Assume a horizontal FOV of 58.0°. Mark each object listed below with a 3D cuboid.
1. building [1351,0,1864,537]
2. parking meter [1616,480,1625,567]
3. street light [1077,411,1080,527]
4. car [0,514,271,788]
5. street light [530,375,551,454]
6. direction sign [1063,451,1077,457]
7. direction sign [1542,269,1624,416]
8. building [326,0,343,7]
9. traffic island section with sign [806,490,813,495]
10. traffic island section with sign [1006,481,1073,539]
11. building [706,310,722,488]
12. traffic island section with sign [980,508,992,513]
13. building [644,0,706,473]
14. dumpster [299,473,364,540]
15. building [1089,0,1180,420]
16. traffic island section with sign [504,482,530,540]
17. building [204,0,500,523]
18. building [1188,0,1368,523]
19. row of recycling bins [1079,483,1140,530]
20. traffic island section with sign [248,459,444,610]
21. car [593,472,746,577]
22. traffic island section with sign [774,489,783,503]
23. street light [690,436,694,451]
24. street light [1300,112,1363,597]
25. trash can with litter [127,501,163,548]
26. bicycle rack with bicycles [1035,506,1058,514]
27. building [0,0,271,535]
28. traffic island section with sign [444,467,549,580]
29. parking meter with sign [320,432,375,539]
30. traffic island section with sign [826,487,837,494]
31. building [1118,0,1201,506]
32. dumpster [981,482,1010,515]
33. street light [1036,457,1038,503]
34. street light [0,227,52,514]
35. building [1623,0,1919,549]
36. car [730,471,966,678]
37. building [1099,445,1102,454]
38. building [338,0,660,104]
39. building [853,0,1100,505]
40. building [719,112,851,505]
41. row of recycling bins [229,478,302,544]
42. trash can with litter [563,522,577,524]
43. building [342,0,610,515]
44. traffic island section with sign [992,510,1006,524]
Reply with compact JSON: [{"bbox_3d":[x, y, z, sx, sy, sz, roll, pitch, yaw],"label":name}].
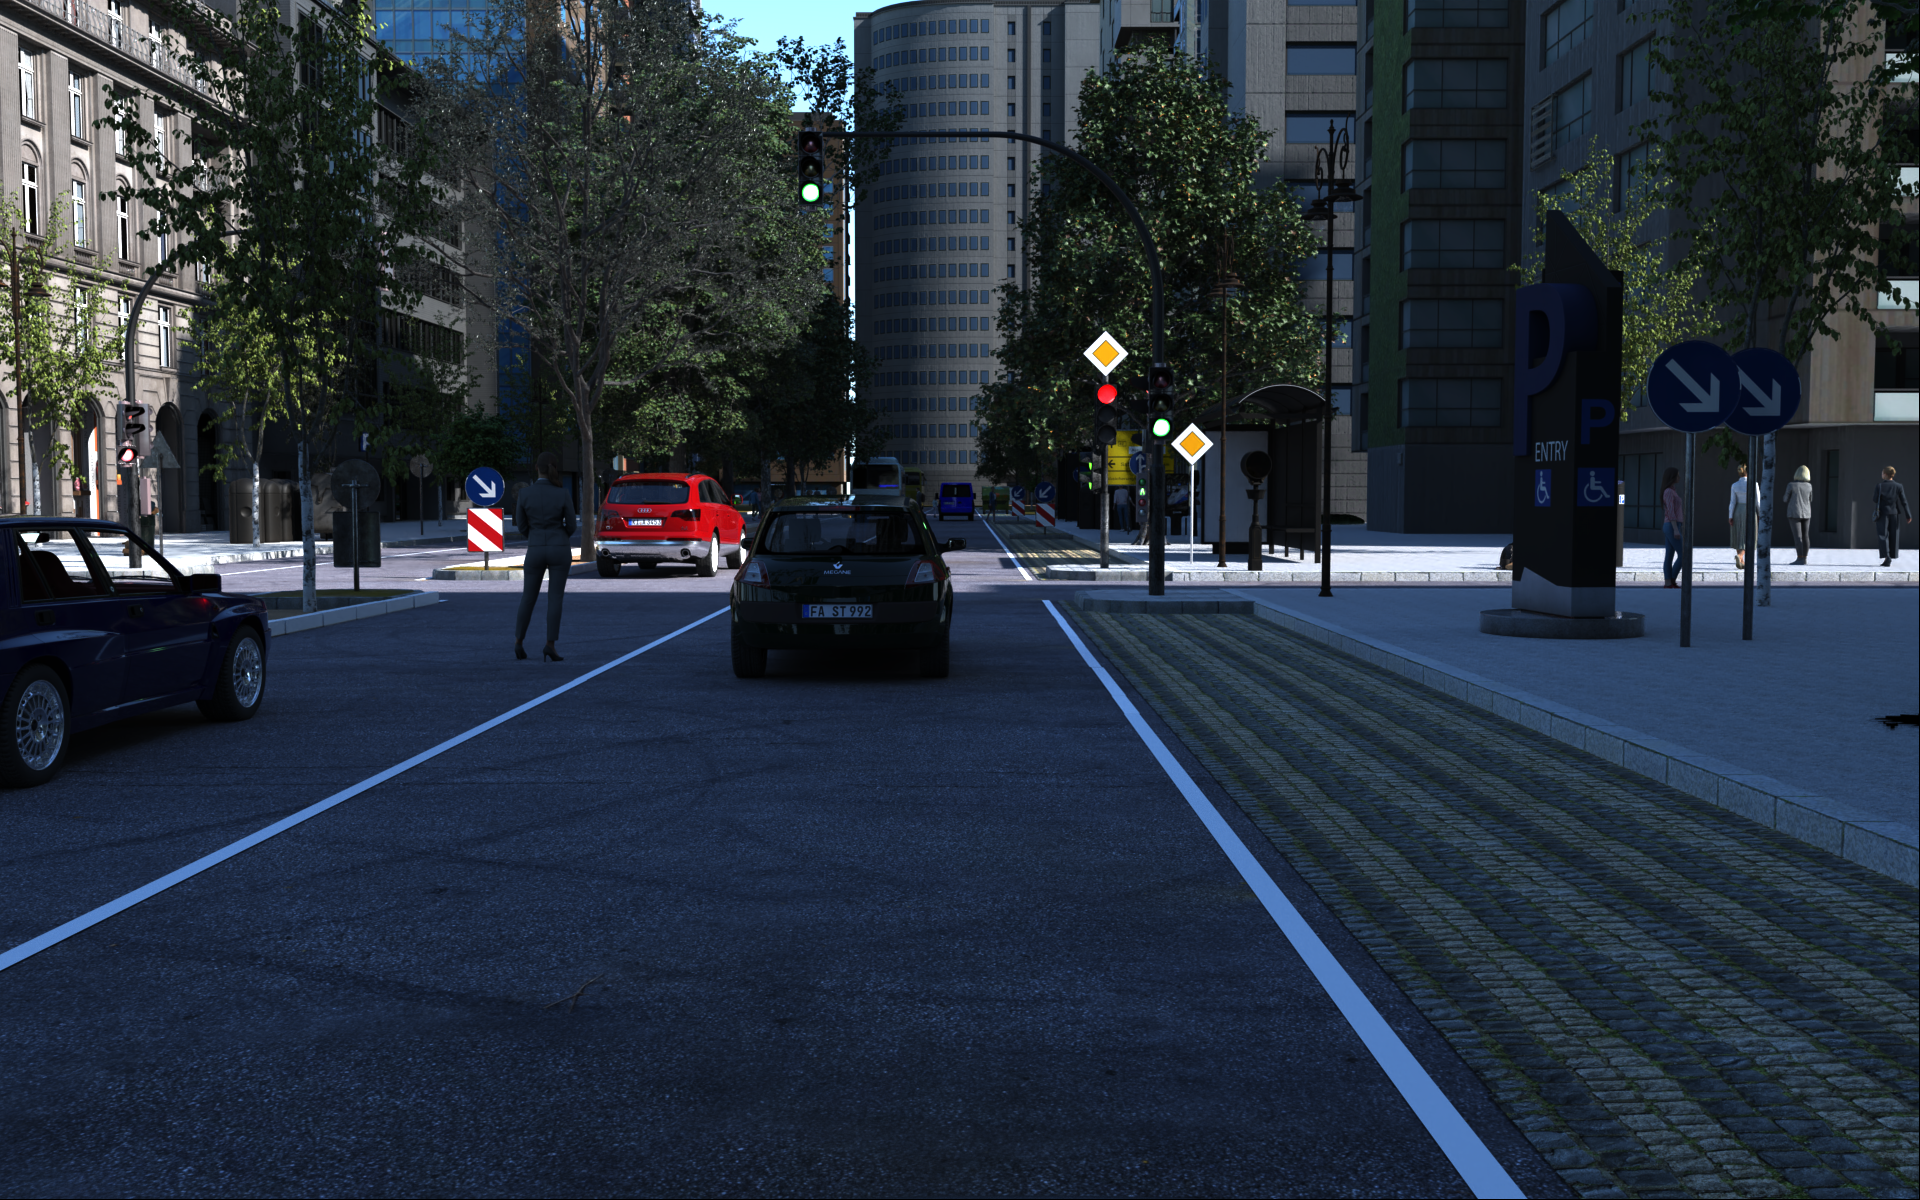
[{"bbox_3d":[21.329,-23.107,61.388,14.154,41.232,14.086,0,3,0],"label":"building"},{"bbox_3d":[11.530,-1.357,30.602,0.372,1.533,0.369,0,3,0],"label":"parking meter"},{"bbox_3d":[4.618,-5.777,67.240,0.468,5.910,1.993,0,3,0],"label":"street light"},{"bbox_3d":[-5.361,0.171,9.789,1.945,1.354,3.894,0,3,0],"label":"car"},{"bbox_3d":[-16.254,-5.775,67.201,0.468,5.910,1.993,0,3,0],"label":"street light"},{"bbox_3d":[5.639,-5.925,88.868,0.876,3.537,0.379,3,5,39],"label":"direction sign"},{"bbox_3d":[6.279,-1.564,17.561,0.876,3.537,0.379,-1,4,-10],"label":"direction sign"},{"bbox_3d":[-64.665,-44.222,161.284,20.611,71.187,20.563,0,3,0],"label":"building"},{"bbox_3d":[-13.741,-9.182,158.750,1.989,1.847,2.006,0,3,0],"label":"traffic island section with sign"},{"bbox_3d":[2.577,-2.853,55.269,1.989,1.847,2.006,0,3,0],"label":"traffic island section with sign"},{"bbox_3d":[-42.223,-33.784,206.997,28.867,44.769,22.147,0,3,0],"label":"building"},{"bbox_3d":[2.716,-7.531,131.753,1.989,1.847,2.006,0,3,0],"label":"traffic island section with sign"},{"bbox_3d":[-38.710,-37.933,162.207,28.212,58.520,21.231,0,3,0],"label":"building"},{"bbox_3d":[-17.154,-2.543,47.329,1.264,1.857,1.865,0,4,0],"label":"dumpster"},{"bbox_3d":[27.082,-34.819,158.526,28.713,52.752,27.495,0,3,0],"label":"building"},{"bbox_3d":[-13.944,-2.821,54.752,1.989,1.847,2.006,0,3,0],"label":"traffic island section with sign"},{"bbox_3d":[-31.441,-15.804,77.460,14.314,24.678,30.058,0,3,0],"label":"building"},{"bbox_3d":[23.153,-33.514,89.951,21.231,58.520,28.212,0,3,0],"label":"building"},{"bbox_3d":[5.720,-3.396,62.638,3.534,1.692,1.069,3,5,44],"label":"row of recycling bins"},{"bbox_3d":[-7.982,-0.865,22.273,2.006,1.907,1.989,0,3,0],"label":"traffic island section with sign"},{"bbox_3d":[-5.187,-1.395,31.480,2.281,1.827,5.304,0,4,2],"label":"car"},{"bbox_3d":[-13.794,-7.533,131.794,1.989,1.847,2.006,0,3,0],"label":"traffic island section with sign"},{"bbox_3d":[-16.247,-8.068,104.697,0.468,5.910,1.993,0,3,0],"label":"street light"},{"bbox_3d":[4.584,-2.981,21.532,0.468,5.910,1.993,0,3,0],"label":"street light"},{"bbox_3d":[-17.108,-1.517,36.187,0.624,1.170,1.055,-1,4,-10],"label":"trash can with litter"},{"bbox_3d":[5.503,-4.974,94.710,2.925,0.926,2.852,-1,4,-17],"label":"bicycle rack with bicycles"},{"bbox_3d":[-31.060,-12.711,49.625,13.314,21.916,24.055,0,3,0],"label":"building"},{"bbox_3d":[-7.958,-1.318,29.680,2.006,1.907,1.989,0,3,0],"label":"traffic island section with sign"},{"bbox_3d":[-17.531,-3.250,49.393,1.738,3.016,0.543,2,4,25],"label":"parking meter with sign"},{"bbox_3d":[-7.824,-5.913,104.818,2.006,1.907,1.989,0,3,0],"label":"traffic island section with sign"},{"bbox_3d":[24.442,-49.886,128.308,22.319,86.520,31.000,0,3,0],"label":"building"},{"bbox_3d":[2.466,-7.043,120.104,1.985,2.255,1.502,0,4,-1],"label":"dumpster"},{"bbox_3d":[4.645,-8.067,104.677,0.468,5.910,1.993,0,3,0],"label":"street light"},{"bbox_3d":[-16.377,-3.508,30.149,0.468,5.910,1.993,0,3,0],"label":"street light"},{"bbox_3d":[23.693,-22.065,44.362,14.086,41.232,14.154,0,3,0],"label":"building"},{"bbox_3d":[-0.941,-0.314,14.920,2.009,1.686,4.222,0,4,-1],"label":"car"},{"bbox_3d":[23.194,-26.417,203.618,14.107,30.474,14.160,0,3,0],"label":"building"},{"bbox_3d":[-35.296,-29.294,133.578,22.147,44.769,28.867,0,3,0],"label":"building"},{"bbox_3d":[1.789,-40.579,205.467,28.212,58.520,21.231,0,3,0],"label":"building"},{"bbox_3d":[-20.305,-33.813,202.959,14.200,45.320,14.600,0,3,0],"label":"building"},{"bbox_3d":[-18.469,-2.394,46.247,1.069,1.692,3.534,0,4,-1],"label":"row of recycling bins"},{"bbox_3d":[-17.717,-3.939,75.464,2.233,1.210,1.678,-1,4,-22],"label":"trash can with litter"},{"bbox_3d":[-31.218,-28.254,112.060,14.600,45.320,14.200,0,3,0],"label":"building"},{"bbox_3d":[2.639,-4.512,82.392,1.989,1.847,2.006,0,3,0],"label":"traffic island section with sign"}]
